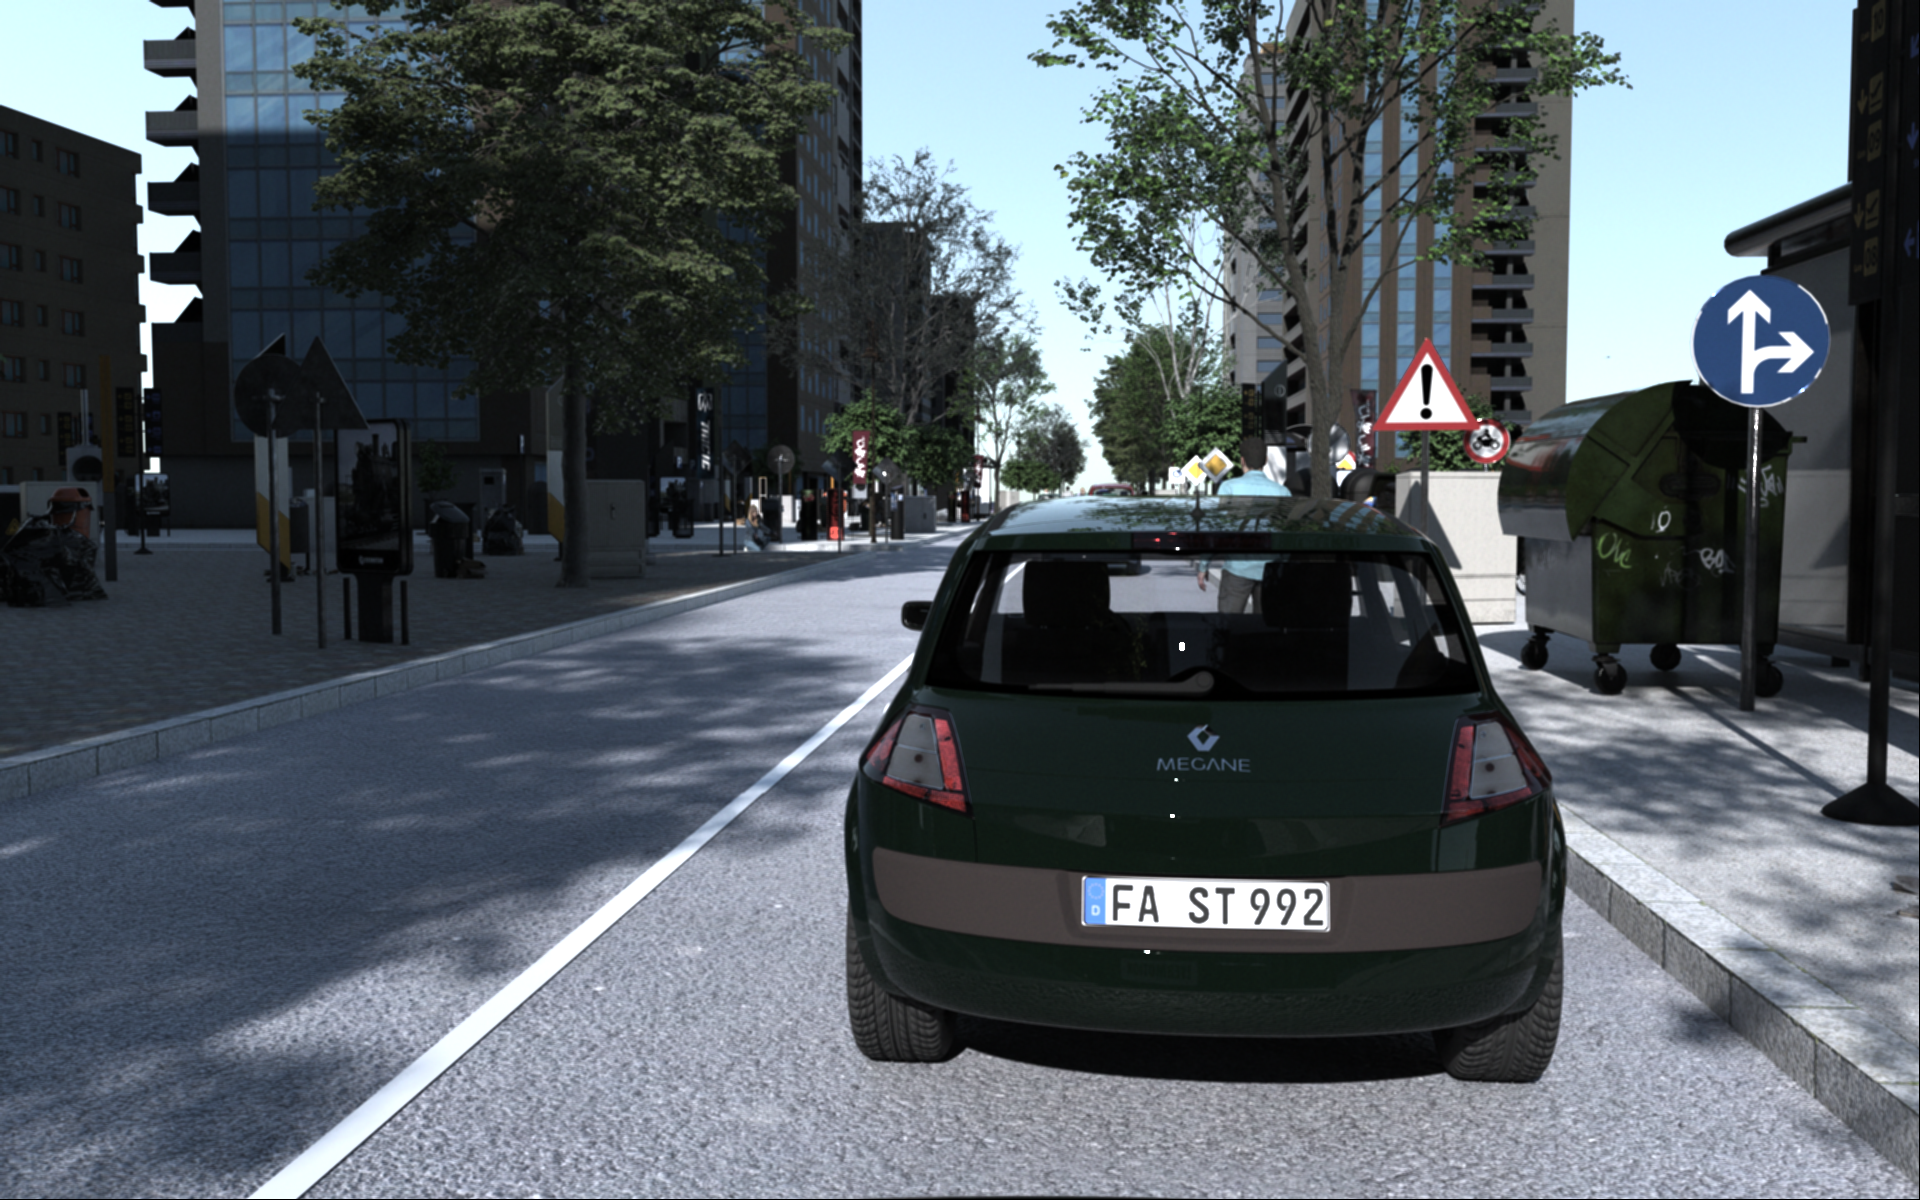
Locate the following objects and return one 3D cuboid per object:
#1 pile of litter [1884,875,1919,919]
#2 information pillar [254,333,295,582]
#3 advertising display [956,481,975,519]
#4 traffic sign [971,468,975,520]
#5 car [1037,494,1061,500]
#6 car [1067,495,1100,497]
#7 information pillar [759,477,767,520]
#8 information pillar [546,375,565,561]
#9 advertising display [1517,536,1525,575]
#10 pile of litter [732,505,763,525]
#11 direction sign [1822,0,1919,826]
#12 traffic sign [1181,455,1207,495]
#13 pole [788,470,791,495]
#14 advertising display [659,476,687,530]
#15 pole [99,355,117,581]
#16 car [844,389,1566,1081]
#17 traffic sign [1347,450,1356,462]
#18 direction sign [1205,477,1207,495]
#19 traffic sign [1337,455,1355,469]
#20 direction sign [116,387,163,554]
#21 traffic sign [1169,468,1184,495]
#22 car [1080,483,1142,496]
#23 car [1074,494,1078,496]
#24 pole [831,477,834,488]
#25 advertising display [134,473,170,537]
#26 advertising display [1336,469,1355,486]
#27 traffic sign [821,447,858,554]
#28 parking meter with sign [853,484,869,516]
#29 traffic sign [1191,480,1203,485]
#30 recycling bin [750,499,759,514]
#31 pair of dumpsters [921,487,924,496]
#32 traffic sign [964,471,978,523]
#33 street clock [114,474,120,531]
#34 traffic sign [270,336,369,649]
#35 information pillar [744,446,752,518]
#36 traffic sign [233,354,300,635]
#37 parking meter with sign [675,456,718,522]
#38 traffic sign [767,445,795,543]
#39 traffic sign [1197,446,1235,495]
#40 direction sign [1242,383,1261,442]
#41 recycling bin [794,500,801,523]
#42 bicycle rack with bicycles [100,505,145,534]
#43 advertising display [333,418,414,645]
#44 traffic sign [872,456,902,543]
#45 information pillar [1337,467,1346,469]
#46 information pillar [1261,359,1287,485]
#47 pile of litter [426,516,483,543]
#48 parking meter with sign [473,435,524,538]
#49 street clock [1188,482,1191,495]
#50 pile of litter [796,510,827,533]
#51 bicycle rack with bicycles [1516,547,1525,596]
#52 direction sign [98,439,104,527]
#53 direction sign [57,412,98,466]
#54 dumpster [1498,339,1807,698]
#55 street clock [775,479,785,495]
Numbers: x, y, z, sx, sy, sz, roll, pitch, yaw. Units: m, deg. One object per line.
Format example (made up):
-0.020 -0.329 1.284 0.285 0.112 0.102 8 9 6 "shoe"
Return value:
3.744 0.533 5.248 1.719 0.858 1.176 2 4 23 "pile of litter"
-9.990 -2.068 25.168 0.183 3.616 0.504 3 4 39 "information pillar"
0.296 -5.062 87.984 0.974 1.923 0.123 1 4 16 "advertising display"
0.589 -5.258 86.081 0.768 2.556 0.104 0 4 5 "traffic sign"
5.189 -5.364 99.493 2.131 1.459 4.920 0 4 4 "car"
2.458 -1.213 31.835 2.014 1.417 4.499 0 4 6 "car"
-8.635 -4.362 75.805 0.304 2.012 0.304 -1 4 -16 "information pillar"
-7.662 -2.554 33.115 0.183 3.616 0.504 3 5 42 "information pillar"
8.971 -1.370 27.612 0.123 1.923 0.974 0 4 -1 "advertising display"
-8.858 -3.543 71.890 1.176 0.858 1.719 3 4 37 "pile of litter"
3.631 -0.903 6.761 0.379 3.537 0.876 1 4 9 "direction sign"
6.054 -2.495 44.436 0.795 2.450 0.064 0 4 5 "traffic sign"
-9.201 -6.095 93.499 0.158 3.312 0.155 0 3 0 "pole"
-10.249 -3.467 61.891 0.974 1.923 0.123 0 4 -6 "advertising display"
-12.556 -1.938 25.526 0.158 3.312 0.155 0 3 0 "pole"
0.730 0.250 5.697 2.009 1.686 4.222 0 4 6 "car"
10.835 -2.990 48.991 0.768 2.556 0.104 1 4 9 "traffic sign"
14.116 -6.395 96.560 0.379 3.537 0.876 -3 5 -40 "direction sign"
10.786 -2.899 48.579 0.795 2.450 0.064 1 4 10 "traffic sign"
-17.466 -2.748 36.934 0.876 3.537 0.379 -1 4 -22 "direction sign"
8.333 -3.942 66.586 0.606 2.300 0.079 1 4 11 "traffic sign"
5.384 -3.237 61.599 2.281 1.827 5.304 0 4 4 "car"
14.755 -12.378 214.379 2.014 1.417 4.499 0 4 4 "car"
-6.650 -5.897 90.255 0.158 3.312 0.155 0 3 0 "pole"
-24.378 -2.878 52.274 0.974 1.923 0.123 -2 4 -28 "advertising display"
10.108 -2.397 44.411 0.974 1.923 0.123 2 4 28 "advertising display"
-2.585 -2.051 37.173 0.795 2.450 0.064 0 4 5 "traffic sign"
-5.828 -6.436 101.494 0.543 3.016 1.738 2 4 29 "parking meter with sign"
13.060 -5.845 95.679 0.768 2.556 0.104 0 4 8 "traffic sign"
-9.354 -4.185 80.981 0.722 1.027 0.722 1 4 10 "recycling bin"
-2.800 -5.289 88.963 1.574 2.255 4.437 0 4 5 "pair of dumpsters"
0.439 -4.643 77.101 0.795 2.450 0.064 0 4 7 "traffic sign"
-29.564 -3.415 60.400 0.471 2.002 0.358 -1 4 -13 "street clock"
-5.298 -0.875 14.315 0.884 2.594 0.081 1 4 10 "traffic sign"
-10.253 -5.654 83.793 0.183 3.616 0.504 -3 5 -44 "information pillar"
-6.255 -0.958 15.777 0.768 2.556 0.104 0 4 7 "traffic sign"
-12.212 -5.112 79.847 1.738 3.016 0.543 1 4 17 "parking meter with sign"
-4.661 -2.742 44.933 0.768 2.556 0.104 1 4 15 "traffic sign"
5.379 -2.008 36.479 0.795 2.450 0.064 0 4 5 "traffic sign"
6.127 -2.671 35.674 0.876 3.537 0.379 -2 4 -34 "direction sign"
-7.377 -4.016 78.216 0.722 1.027 0.722 3 4 36 "recycling bin"
-27.725 -2.626 56.317 2.852 0.926 2.925 -1 4 -21 "bicycle rack with bicycles"
-5.068 -0.597 14.969 0.974 1.923 0.123 3 4 38 "advertising display"
-1.910 -2.537 45.129 0.795 2.450 0.064 0 4 5 "traffic sign"
10.263 -2.603 47.055 0.304 2.012 0.304 2 4 33 "information pillar"
5.442 -2.364 30.005 0.504 3.616 0.183 -1 4 -23 "information pillar"
-13.276 -1.958 45.978 1.719 0.858 1.176 1 4 17 "pile of litter"
-13.756 -3.349 51.013 1.738 3.016 0.543 0 4 -3 "parking meter with sign"
12.872 -5.747 98.538 0.471 2.002 0.358 3 4 36 "street clock"
-4.942 -2.706 58.201 1.176 0.858 1.719 1 4 21 "pile of litter"
6.923 -0.482 21.256 2.852 0.926 2.925 0 4 -7 "bicycle rack with bicycles"
-33.147 -4.574 66.790 0.379 3.537 0.876 1 4 18 "direction sign"
-24.493 -3.428 48.045 0.876 3.537 0.379 -1 4 -21 "direction sign"
4.615 -0.564 11.716 1.502 2.255 1.985 0 4 5 "dumpster"
-8.459 -4.690 81.253 0.471 2.002 0.358 3 5 42 "street clock"
